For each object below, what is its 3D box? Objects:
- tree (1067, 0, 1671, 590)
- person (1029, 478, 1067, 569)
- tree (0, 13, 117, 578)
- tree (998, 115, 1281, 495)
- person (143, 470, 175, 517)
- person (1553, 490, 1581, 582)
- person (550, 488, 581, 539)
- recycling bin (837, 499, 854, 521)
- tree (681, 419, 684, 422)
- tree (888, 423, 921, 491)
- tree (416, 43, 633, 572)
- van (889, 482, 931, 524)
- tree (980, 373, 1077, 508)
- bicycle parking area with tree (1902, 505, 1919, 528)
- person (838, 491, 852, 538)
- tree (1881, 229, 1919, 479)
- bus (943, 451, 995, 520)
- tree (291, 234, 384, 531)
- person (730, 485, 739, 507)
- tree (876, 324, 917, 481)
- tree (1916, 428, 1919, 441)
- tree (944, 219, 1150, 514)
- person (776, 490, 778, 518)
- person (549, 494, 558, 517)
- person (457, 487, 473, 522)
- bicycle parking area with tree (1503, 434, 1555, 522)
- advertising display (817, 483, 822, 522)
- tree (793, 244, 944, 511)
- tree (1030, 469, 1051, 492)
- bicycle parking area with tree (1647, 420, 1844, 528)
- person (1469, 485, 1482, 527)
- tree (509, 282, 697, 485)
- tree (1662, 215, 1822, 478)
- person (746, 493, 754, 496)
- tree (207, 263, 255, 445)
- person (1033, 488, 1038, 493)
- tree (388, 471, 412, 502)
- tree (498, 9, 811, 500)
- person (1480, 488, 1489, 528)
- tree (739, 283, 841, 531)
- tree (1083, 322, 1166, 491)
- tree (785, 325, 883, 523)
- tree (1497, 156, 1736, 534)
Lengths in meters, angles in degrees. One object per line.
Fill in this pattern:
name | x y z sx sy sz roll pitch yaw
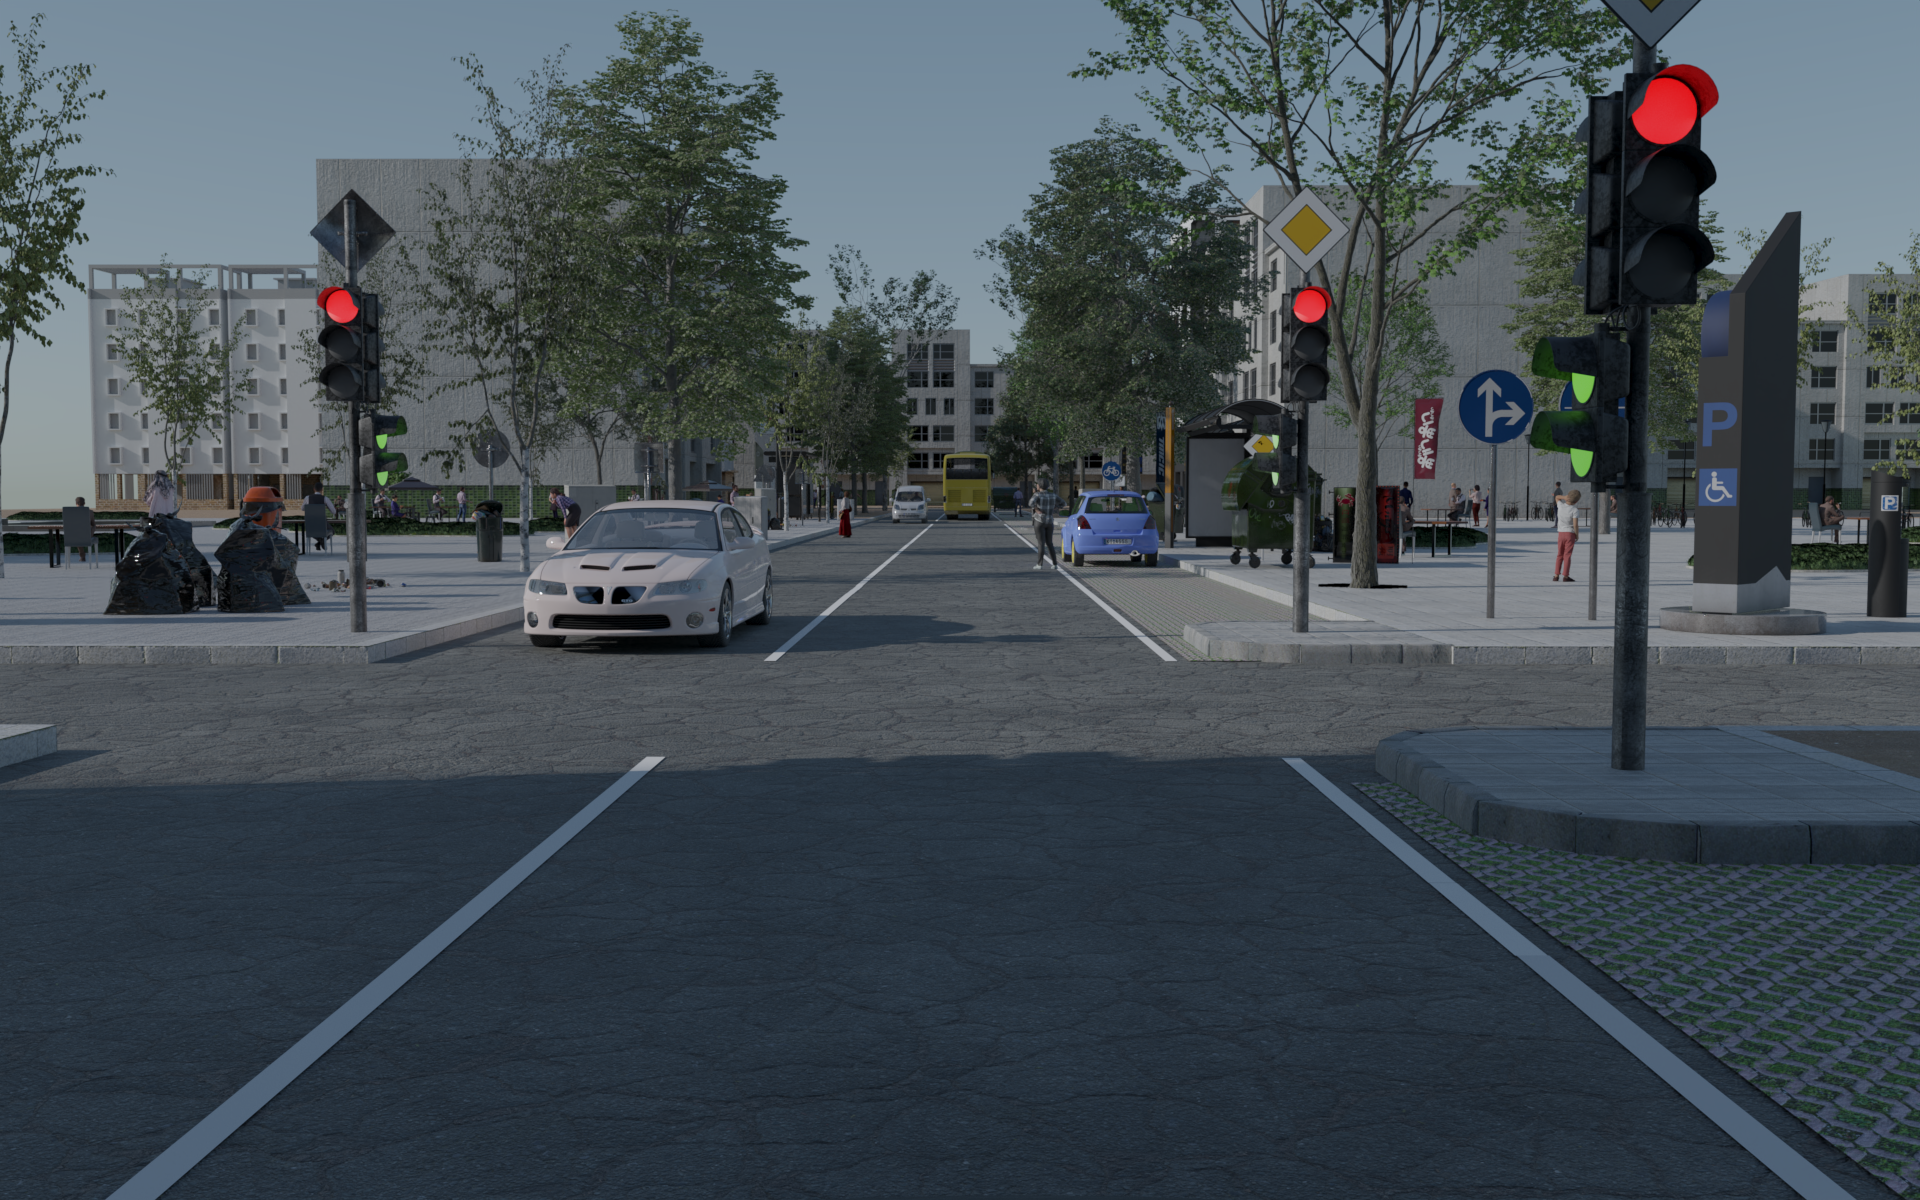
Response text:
tree | 5.376 -5.968 23.325 9.928 11.665 9.643 0 3 0
person | 1.617 -1.454 33.002 0.841 1.734 0.376 -2 4 -27
tree | -14.883 -4.641 26.251 4.737 8.622 4.395 0 3 0
tree | 5.904 -9.281 58.403 9.857 13.997 8.962 0 3 0
person | -15.205 -1.605 32.958 0.621 1.740 0.551 1 4 21
person | 8.870 -0.942 25.349 0.435 1.345 0.340 3 4 38
person | -9.066 -1.868 39.823 0.697 1.427 0.421 0 4 -3
recycling bin | -5.515 -4.346 83.617 0.722 1.027 0.722 0 4 5
tree | -15.892 -8.460 88.677 4.360 8.622 3.978 0 3 0
tree | -5.797 -12.992 162.780 4.737 8.622 4.395 0 3 0
tree | -7.319 -4.791 28.697 4.360 8.622 3.978 0 3 0
van | -2.437 -4.781 85.182 2.013 2.044 4.112 0 4 0
tree | 6.080 -14.933 161.156 9.611 12.733 9.660 0 3 0
bicycle parking area with tree | 36.394 -4.383 58.659 9.016 4.147 8.231 -3 5 -40
person | -3.754 -2.802 56.783 0.387 1.526 0.523 2 4 23
tree | 21.761 -5.352 37.872 4.737 8.622 4.395 0 3 0
bus | 0.510 -6.523 98.190 2.896 3.916 12.252 0 4 1
tree | -16.201 -5.909 46.982 4.360 8.622 3.978 0 3 0
person | -7.259 -2.947 56.185 0.435 1.587 0.963 0 4 6
tree | -6.677 -11.434 105.072 7.486 12.596 7.792 0 3 0
tree | 29.567 -4.065 50.178 4.285 4.588 4.351 0 3 0
tree | 7.502 -15.750 113.404 12.611 20.169 13.585 0 3 0
person | -8.741 -4.412 80.544 0.546 1.535 0.453 -3 4 -37
person | -18.878 -4.442 80.880 0.614 1.554 0.590 0 4 6
person | -21.244 -4.039 74.042 0.963 1.587 0.435 2 4 33
bicycle parking area with tree | 29.845 -5.843 82.534 8.231 4.147 9.016 2 4 31
advertising display | -6.525 -4.595 80.347 0.123 1.923 0.974 -1 4 -9
tree | -7.252 -16.963 133.234 12.611 20.169 13.585 0 3 0
tree | 6.286 -8.627 135.655 1.663 3.219 1.824 0 3 0
bicycle parking area with tree | 31.015 -4.933 67.658 8.231 4.147 9.016 1 4 21
person | 20.302 -3.717 68.271 0.517 1.644 0.566 2 4 23
tree | -14.744 -8.382 71.457 8.767 10.594 7.601 0 4 4
tree | 21.337 -5.875 46.421 4.737 8.622 4.395 0 3 0
person | -9.767 -4.304 80.322 0.435 1.345 0.340 1 4 17
tree | -24.329 -6.338 53.994 4.737 8.622 4.395 0 3 0
person | 3.637 -4.472 82.345 0.376 1.734 0.841 0 4 -3
tree | -26.293 -5.267 80.720 1.663 3.219 1.824 0 3 0
tree | -7.133 -7.561 41.742 7.486 12.596 7.792 0 3 0
person | 20.019 -3.515 65.883 0.546 1.535 0.453 2 4 24
tree | -6.035 -6.702 59.935 4.737 8.622 4.395 0 3 0
tree | 6.565 -7.424 71.749 4.360 8.622 3.978 0 3 0
tree | -5.584 -7.686 76.036 4.360 8.622 3.978 0 3 0
tree | 20.850 -8.379 55.116 7.486 12.596 7.792 0 3 0
